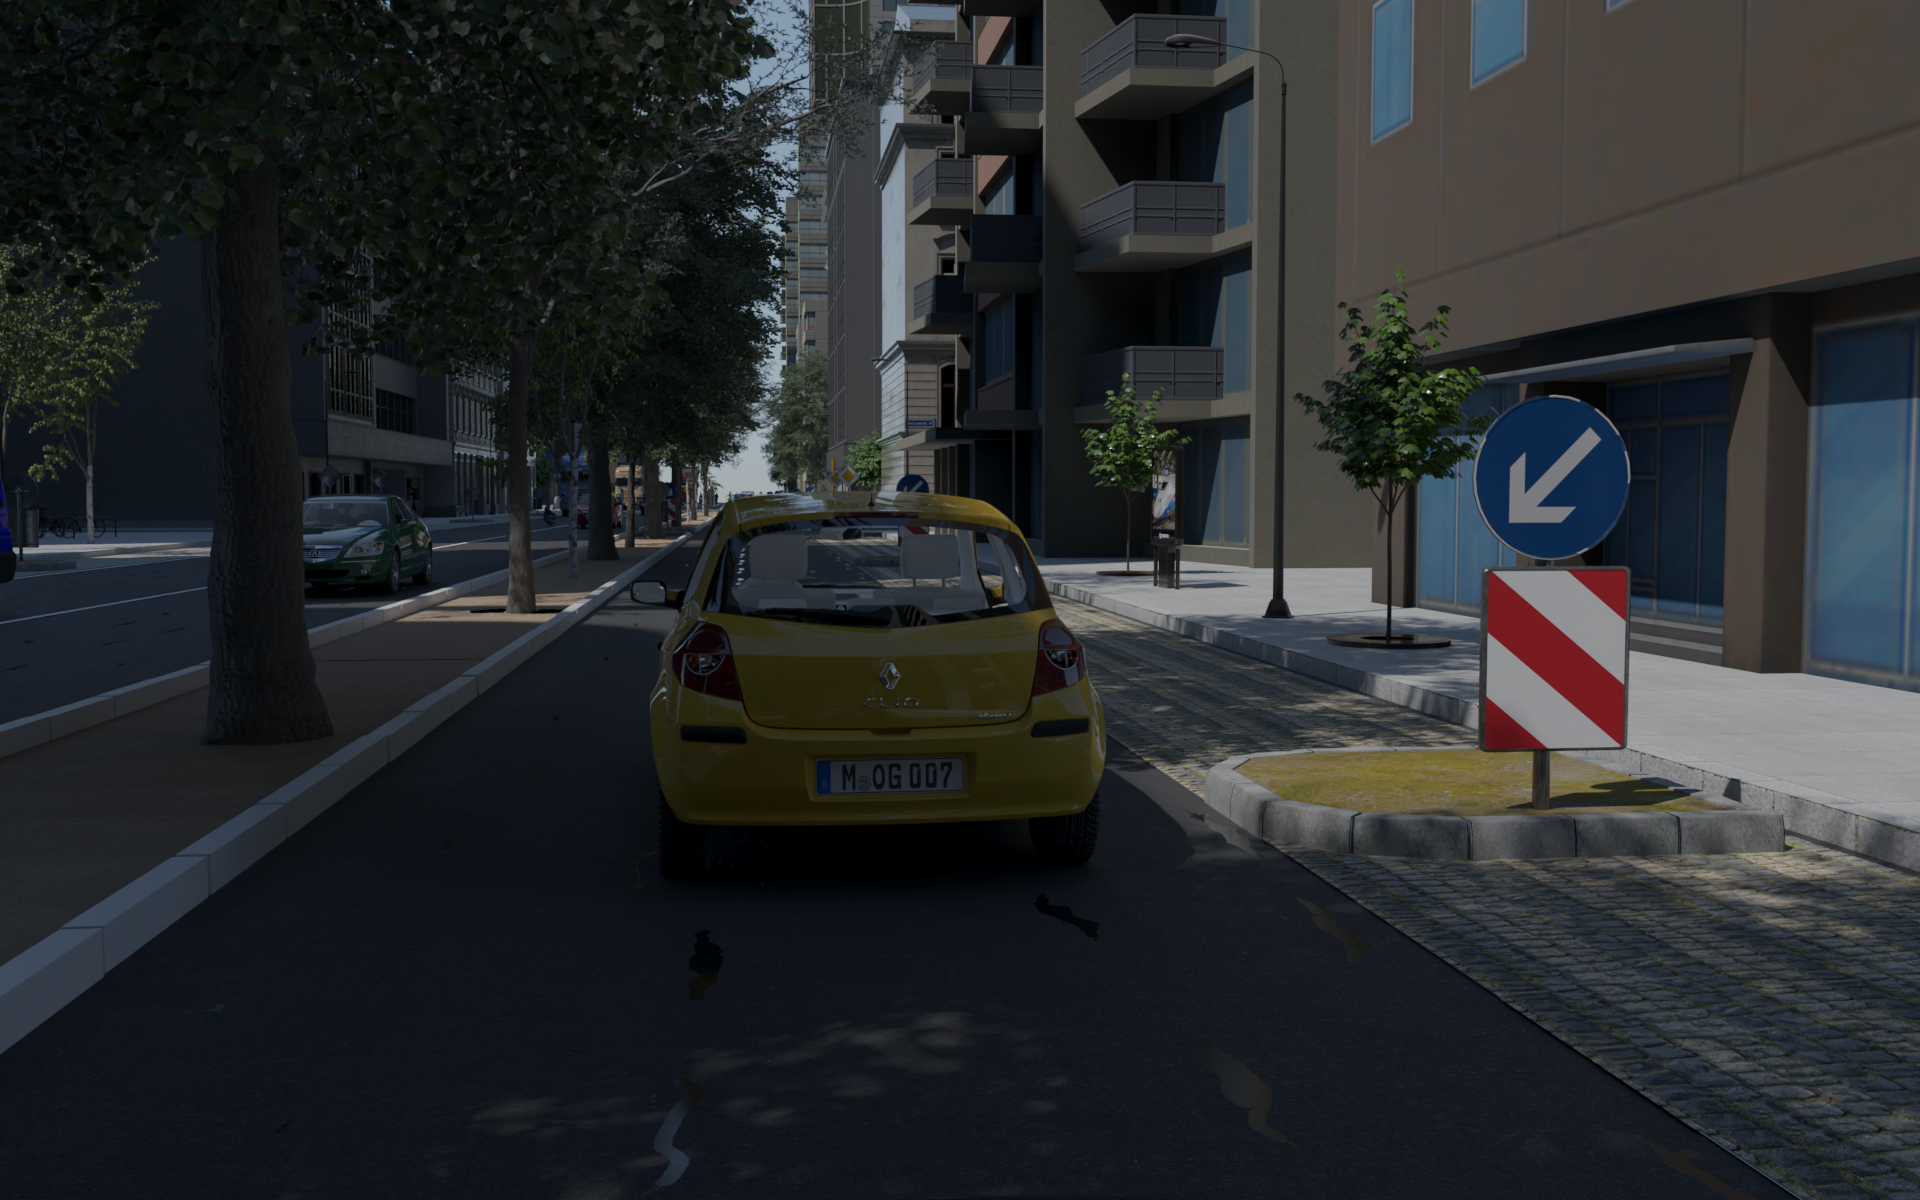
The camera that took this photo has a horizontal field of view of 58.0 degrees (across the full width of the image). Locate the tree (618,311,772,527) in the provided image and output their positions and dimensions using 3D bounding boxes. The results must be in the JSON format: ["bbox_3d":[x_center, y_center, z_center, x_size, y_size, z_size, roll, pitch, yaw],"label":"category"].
[{"bbox_3d":[-11.643,-9.209,71.146,7.486,12.596,7.792,0,3,0],"label":"tree"}]

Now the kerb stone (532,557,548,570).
[{"bbox_3d":[-8.235,-0.713,33.900,0.120,0.150,1.000,0,4,-7],"label":"kerb stone"}]

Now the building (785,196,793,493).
[{"bbox_3d":[-17.165,-34.073,240.681,14.154,41.232,14.086,0,4,-7],"label":"building"}]

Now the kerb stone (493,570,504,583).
[{"bbox_3d":[-7.482,-0.342,27.787,0.120,0.150,1.000,0,4,-7],"label":"kerb stone"}]

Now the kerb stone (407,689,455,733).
[{"bbox_3d":[-3.296,0.701,10.747,0.120,0.150,1.000,0,4,-7],"label":"kerb stone"}]

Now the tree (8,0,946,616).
[{"bbox_3d":[-5.318,-6.588,20.541,12.009,13.543,11.850,0,3,0],"label":"tree"}]

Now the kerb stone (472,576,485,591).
[{"bbox_3d":[-7.241,-0.216,25.752,0.120,0.150,1.000,0,4,-7],"label":"kerb stone"}]

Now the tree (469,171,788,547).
[{"bbox_3d":[-8.843,-6.663,45.815,8.767,10.594,7.601,0,4,-7],"label":"tree"}]

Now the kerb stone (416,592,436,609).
[{"bbox_3d":[-6.749,0.032,21.679,0.120,0.150,1.000,0,4,-7],"label":"kerb stone"}]

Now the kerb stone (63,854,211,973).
[{"bbox_3d":[-2.673,1.016,5.655,0.120,0.150,1.000,0,4,-7],"label":"kerb stone"}]

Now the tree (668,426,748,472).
[{"bbox_3d":[-20.101,-12.693,135.740,9.928,11.665,9.643,0,3,0],"label":"tree"}]

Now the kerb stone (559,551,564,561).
[{"bbox_3d":[-8.611,-0.903,36.966,0.120,0.150,1.000,0,4,-7],"label":"kerb stone"}]

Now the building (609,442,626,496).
[{"bbox_3d":[-51.714,-35.367,228.367,14.600,45.320,14.200,0,4,-7],"label":"building"}]

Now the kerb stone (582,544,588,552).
[{"bbox_3d":[-9.360,-1.277,43.076,0.120,0.150,1.000,0,4,-7],"label":"kerb stone"}]

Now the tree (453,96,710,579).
[{"bbox_3d":[-6.555,-4.663,29.059,4.737,8.622,4.395,0,3,0],"label":"tree"}]

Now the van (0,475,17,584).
[{"bbox_3d":[-12.161,-0.858,18.410,2.240,2.365,5.245,0,4,-6],"label":"van"}]

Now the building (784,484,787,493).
[{"bbox_3d":[-10.476,-34.788,260.671,32.217,40.220,23.993,0,4,-7],"label":"building"}]

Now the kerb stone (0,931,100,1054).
[{"bbox_3d":[-2.541,1.078,4.635,0.120,0.150,1.000,0,4,-7],"label":"kerb stone"}]

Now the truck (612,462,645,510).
[{"bbox_3d":[-29.300,-10.193,155.561,2.839,4.237,11.283,0,4,-5],"label":"truck"}]

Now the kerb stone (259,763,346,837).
[{"bbox_3d":[-2.921,0.887,7.701,0.120,0.150,1.000,0,4,-7],"label":"kerb stone"}]

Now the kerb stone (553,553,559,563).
[{"bbox_3d":[-8.482,-0.841,35.947,0.120,0.150,1.000,0,4,-7],"label":"kerb stone"}]

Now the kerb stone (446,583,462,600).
[{"bbox_3d":[-6.991,-0.093,23.709,0.120,0.150,1.000,0,4,-7],"label":"kerb stone"}]

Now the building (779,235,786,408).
[{"bbox_3d":[-18.570,-38.624,286.122,22.147,44.769,28.867,0,4,-7],"label":"building"}]

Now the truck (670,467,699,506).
[{"bbox_3d":[-28.318,-11.606,178.663,2.839,4.237,11.283,0,4,-8],"label":"truck"}]

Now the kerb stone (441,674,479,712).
[{"bbox_3d":[-3.421,0.649,11.763,0.120,0.150,1.000,0,4,-7],"label":"kerb stone"}]

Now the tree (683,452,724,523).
[{"bbox_3d":[-13.335,-8.076,84.860,4.360,8.622,3.978,0,3,0],"label":"tree"}]

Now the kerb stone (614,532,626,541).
[{"bbox_3d":[-10.855,-2.021,55.293,0.120,0.150,1.000,0,4,-7],"label":"kerb stone"}]

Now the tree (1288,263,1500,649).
[{"bbox_3d":[3.663,-1.222,14.581,1.663,3.219,1.824,0,3,0],"label":"tree"}]

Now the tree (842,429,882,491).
[{"bbox_3d":[-4.197,-6.294,86.620,4.285,4.588,4.351,0,3,0],"label":"tree"}]

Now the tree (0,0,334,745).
[{"bbox_3d":[-4.017,-6.145,9.591,9.857,13.997,8.962,0,3,0],"label":"tree"}]

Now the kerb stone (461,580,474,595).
[{"bbox_3d":[-7.122,-0.155,24.723,0.120,0.150,1.000,0,4,-7],"label":"kerb stone"}]

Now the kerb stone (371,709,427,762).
[{"bbox_3d":[-3.164,0.767,9.733,0.120,0.150,1.000,0,4,-7],"label":"kerb stone"}]

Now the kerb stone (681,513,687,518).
[{"bbox_3d":[-17.638,-5.413,110.790,0.120,0.150,1.000,0,4,-7],"label":"kerb stone"}]

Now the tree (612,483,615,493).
[{"bbox_3d":[-42.670,-13.480,214.999,1.663,3.219,1.824,0,3,0],"label":"tree"}]

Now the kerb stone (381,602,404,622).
[{"bbox_3d":[-6.496,0.156,19.646,0.120,0.150,1.000,0,4,-7],"label":"kerb stone"}]

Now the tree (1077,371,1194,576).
[{"bbox_3d":[2.604,-2.012,27.491,1.663,3.219,1.824,0,3,0],"label":"tree"}]

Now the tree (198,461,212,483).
[{"bbox_3d":[-22.351,-3.607,53.582,1.663,3.219,1.824,0,3,0],"label":"tree"}]

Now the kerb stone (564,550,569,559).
[{"bbox_3d":[-8.734,-0.961,37.981,0.120,0.150,1.000,0,4,-7],"label":"kerb stone"}]

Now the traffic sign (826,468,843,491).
[{"bbox_3d":[-4.781,-3.882,67.119,0.795,2.450,0.064,0,4,-7],"label":"traffic sign"}]

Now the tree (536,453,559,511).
[{"bbox_3d":[-32.352,-9.074,132.070,4.285,4.588,4.351,0,3,0],"label":"tree"}]

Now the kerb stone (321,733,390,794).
[{"bbox_3d":[-3.049,0.825,8.717,0.120,0.150,1.000,0,4,-7],"label":"kerb stone"}]

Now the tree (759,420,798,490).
[{"bbox_3d":[-21.284,-18.847,225.155,9.611,12.733,9.660,0,3,0],"label":"tree"}]

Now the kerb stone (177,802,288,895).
[{"bbox_3d":[-2.797,0.952,6.678,0.120,0.150,1.000,0,4,-7],"label":"kerb stone"}]

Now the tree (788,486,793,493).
[{"bbox_3d":[-22.494,-14.576,232.924,1.663,3.219,1.824,0,3,0],"label":"tree"}]

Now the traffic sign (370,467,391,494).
[{"bbox_3d":[-21.752,-3.757,65.073,0.795,2.450,0.064,0,4,-7],"label":"traffic sign"}]

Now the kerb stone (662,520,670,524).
[{"bbox_3d":[-14.655,-3.920,86.377,0.120,0.150,1.000,0,4,-7],"label":"kerb stone"}]

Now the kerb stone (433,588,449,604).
[{"bbox_3d":[-6.872,-0.027,22.694,0.120,0.150,1.000,0,4,-7],"label":"kerb stone"}]

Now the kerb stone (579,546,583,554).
[{"bbox_3d":[-9.114,-1.152,41.046,0.120,0.150,1.000,0,4,-7],"label":"kerb stone"}]

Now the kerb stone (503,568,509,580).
[{"bbox_3d":[-7.614,-0.404,28.807,0.120,0.150,1.000,0,4,-7],"label":"kerb stone"}]

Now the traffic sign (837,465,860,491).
[{"bbox_3d":[-3.812,-3.398,59.192,0.795,2.450,0.064,0,4,-7],"label":"traffic sign"}]

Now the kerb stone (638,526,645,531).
[{"bbox_3d":[-12.286,-2.733,67.020,0.120,0.150,1.000,0,4,-7],"label":"kerb stone"}]

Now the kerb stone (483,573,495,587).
[{"bbox_3d":[-7.364,-0.278,26.767,0.120,0.150,1.000,0,4,-7],"label":"kerb stone"}]

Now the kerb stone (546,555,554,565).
[{"bbox_3d":[-8.363,-0.774,34.925,0.120,0.150,1.000,0,4,-7],"label":"kerb stone"}]

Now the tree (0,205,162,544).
[{"bbox_3d":[-22.551,-5.742,44.248,4.737,8.622,4.395,0,3,0],"label":"tree"}]

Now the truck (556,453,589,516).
[{"bbox_3d":[-25.280,-7.873,118.475,2.967,4.110,18.799,0,4,-7],"label":"truck"}]

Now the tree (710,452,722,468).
[{"bbox_3d":[-17.642,-10.146,118.710,4.737,8.622,4.395,0,3,0],"label":"tree"}]

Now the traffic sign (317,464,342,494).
[{"bbox_3d":[-20.783,-3.272,57.146,0.795,2.450,0.064,0,4,-7],"label":"traffic sign"}]

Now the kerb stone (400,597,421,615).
[{"bbox_3d":[-6.618,0.094,20.664,0.120,0.150,1.000,0,4,-7],"label":"kerb stone"}]
